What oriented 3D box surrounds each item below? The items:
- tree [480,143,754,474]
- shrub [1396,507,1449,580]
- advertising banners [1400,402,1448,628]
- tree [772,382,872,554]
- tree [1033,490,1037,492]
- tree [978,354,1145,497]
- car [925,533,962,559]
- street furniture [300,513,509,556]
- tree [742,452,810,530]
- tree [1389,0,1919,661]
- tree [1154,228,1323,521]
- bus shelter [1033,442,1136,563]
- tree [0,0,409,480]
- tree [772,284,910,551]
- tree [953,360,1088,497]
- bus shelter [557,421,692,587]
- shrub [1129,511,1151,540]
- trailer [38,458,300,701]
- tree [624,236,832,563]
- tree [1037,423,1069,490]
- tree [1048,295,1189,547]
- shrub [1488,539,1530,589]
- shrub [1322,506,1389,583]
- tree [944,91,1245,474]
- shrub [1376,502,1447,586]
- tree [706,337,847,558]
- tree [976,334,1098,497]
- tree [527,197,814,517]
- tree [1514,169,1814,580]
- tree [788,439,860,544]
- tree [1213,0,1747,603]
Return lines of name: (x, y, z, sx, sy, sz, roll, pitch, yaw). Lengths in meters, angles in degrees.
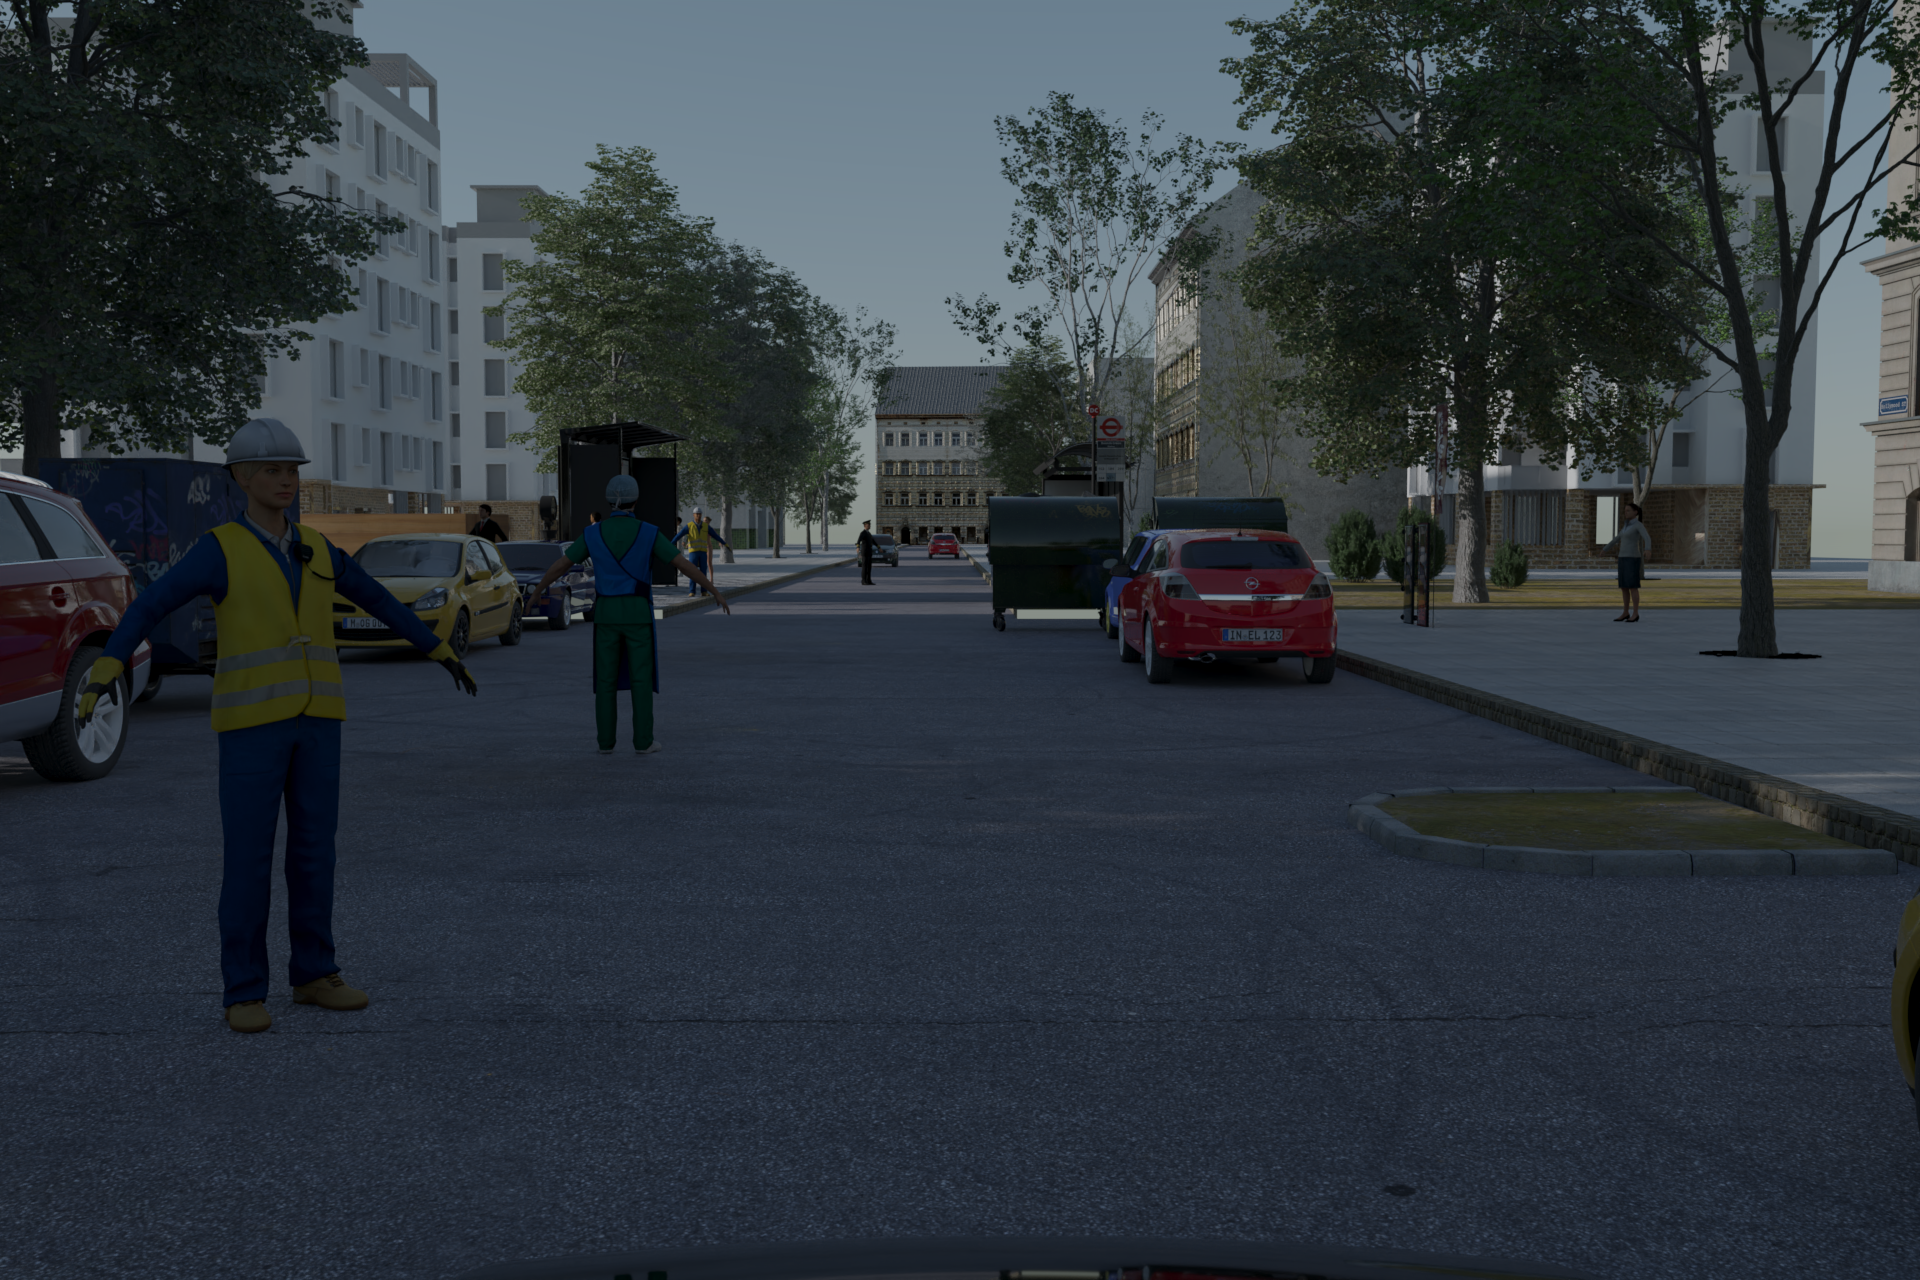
tree: (-9.939, -8.100, 50.562, 7.486, 12.596, 7.792, 0, 3, 0)
shrub: (12.595, -2.637, 47.538, 1.690, 2.028, 1.600, 0, 3, 0)
advertising banners: (6.425, -1.699, 23.972, 0.090, 3.025, 2.074, 0, 4, 0)
tree: (-9.764, -11.437, 112.747, 9.928, 11.665, 9.643, 0, 3, 0)
tree: (4.736, -10.981, 129.907, 4.360, 8.622, 3.978, 0, 3, 0)
tree: (5.424, -9.463, 89.134, 8.767, 10.594, 7.601, -1, 4, -19)
car: (-0.956, -5.633, 101.136, 2.155, 1.783, 4.494, 0, 4, -2)
street furniture: (-14.231, -2.005, 39.633, 9.812, 1.723, 11.010, 1, 4, 14)
tree: (-10.383, -9.048, 98.291, 4.360, 8.622, 3.978, 0, 3, 0)
tree: (8.406, -5.635, 17.892, 9.928, 11.665, 9.643, 0, 3, 0)
tree: (7.281, -5.574, 41.496, 4.360, 8.622, 3.978, 0, 3, 0)
bus shelter: (2.843, -2.865, 40.768, 2.014, 3.302, 5.546, 0, 4, 0)
tree: (-12.219, -7.103, 22.794, 9.857, 13.997, 8.962, 0, 3, 0)
tree: (-9.936, -16.770, 130.084, 12.611, 20.169, 13.585, 0, 3, 0)
tree: (4.612, -12.882, 120.983, 12.009, 13.543, 11.850, 0, 3, 0)
bus shelter: (-7.452, -2.923, 39.079, 1.731, 3.624, 6.357, 0, 4, 2)
shrub: (5.368, -2.606, 46.653, 1.661, 2.075, 1.752, 0, 3, 0)
trailer: (-6.426, -0.410, 13.755, 1.471, 1.999, 3.904, 0, 4, 0)
tree: (-10.195, -10.341, 75.725, 9.857, 13.997, 8.962, 0, 3, 0)
tree: (5.184, -9.616, 107.581, 4.360, 8.622, 3.978, 0, 3, 0)
tree: (5.386, -6.285, 53.118, 4.360, 8.622, 3.978, 0, 3, 0)
shrub: (12.857, -1.800, 40.552, 1.383, 1.207, 1.383, 0, 3, 0)
shrub: (10.398, -2.516, 45.550, 1.690, 2.028, 1.600, 0, 3, 0)
tree: (5.758, -13.269, 72.844, 12.611, 20.169, 13.585, 0, 3, 0)
shrub: (11.184, -2.374, 42.862, 1.661, 2.075, 1.752, 0, 3, 0)
tree: (-9.773, -10.111, 91.071, 9.928, 11.665, 9.643, 0, 3, 0)
tree: (4.449, -11.052, 98.823, 7.486, 12.596, 7.792, 0, 3, 0)
tree: (-10.450, -9.319, 62.737, 12.009, 13.543, 11.850, 0, 3, 0)
tree: (19.125, -7.490, 48.219, 9.928, 11.665, 9.643, 0, 3, 0)
tree: (-17.432, -19.207, 220.692, 9.857, 13.997, 8.962, 0, 3, 0)
tree: (9.487, -7.673, 32.108, 9.857, 13.997, 8.962, 0, 3, 0)
